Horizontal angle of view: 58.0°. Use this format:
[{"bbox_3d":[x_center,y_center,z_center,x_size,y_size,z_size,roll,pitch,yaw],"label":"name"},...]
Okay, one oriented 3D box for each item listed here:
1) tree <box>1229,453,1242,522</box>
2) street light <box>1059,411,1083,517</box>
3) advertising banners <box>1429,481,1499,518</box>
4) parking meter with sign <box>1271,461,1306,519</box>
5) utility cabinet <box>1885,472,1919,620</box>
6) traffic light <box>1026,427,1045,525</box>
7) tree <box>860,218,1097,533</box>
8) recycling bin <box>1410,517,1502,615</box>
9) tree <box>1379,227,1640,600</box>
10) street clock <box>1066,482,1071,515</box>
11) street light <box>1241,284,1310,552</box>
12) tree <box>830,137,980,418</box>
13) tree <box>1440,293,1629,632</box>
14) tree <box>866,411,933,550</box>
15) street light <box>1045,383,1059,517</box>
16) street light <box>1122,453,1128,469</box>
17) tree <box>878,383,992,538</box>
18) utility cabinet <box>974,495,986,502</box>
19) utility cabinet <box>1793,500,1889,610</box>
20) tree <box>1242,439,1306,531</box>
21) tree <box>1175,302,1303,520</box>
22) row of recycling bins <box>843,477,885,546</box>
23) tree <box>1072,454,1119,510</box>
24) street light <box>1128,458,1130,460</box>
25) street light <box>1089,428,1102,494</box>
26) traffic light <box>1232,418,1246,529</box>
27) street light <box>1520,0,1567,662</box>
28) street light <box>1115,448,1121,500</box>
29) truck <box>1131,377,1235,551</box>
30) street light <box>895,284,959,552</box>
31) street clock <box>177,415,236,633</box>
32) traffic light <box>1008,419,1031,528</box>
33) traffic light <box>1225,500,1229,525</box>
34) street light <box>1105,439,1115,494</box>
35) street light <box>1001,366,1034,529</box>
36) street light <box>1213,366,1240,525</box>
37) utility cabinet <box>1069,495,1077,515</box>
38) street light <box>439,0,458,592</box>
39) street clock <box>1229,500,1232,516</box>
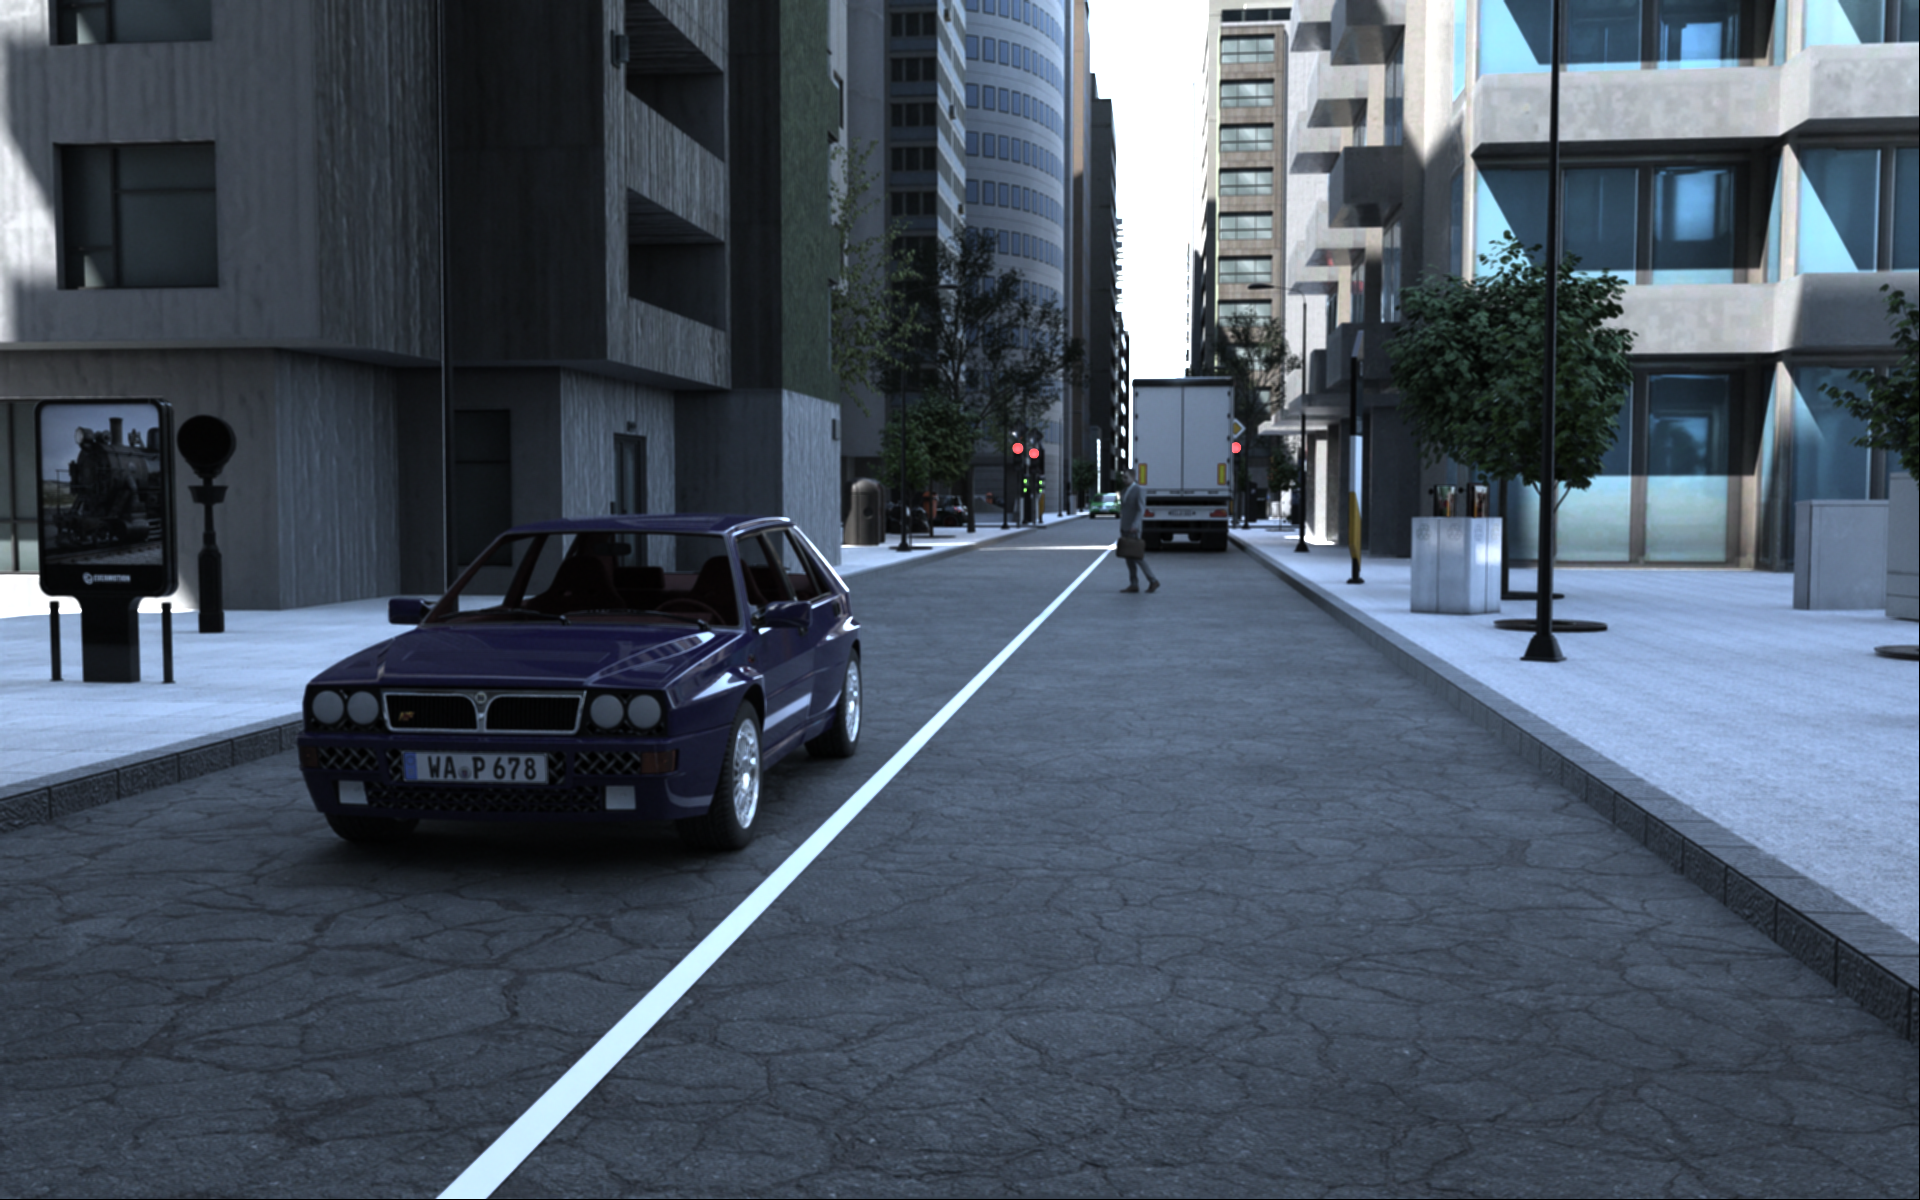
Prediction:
[{"bbox_3d":[13.027,-5.222,79.983,1.663,3.219,1.824,0,3,0],"label":"tree"},{"bbox_3d":[6.160,-7.613,97.018,1.470,5.913,1.316,0,4,7],"label":"street light"},{"bbox_3d":[7.435,-1.756,24.900,2.074,3.025,0.090,-3,4,-37],"label":"advertising banners"},{"bbox_3d":[17.225,-5.792,90.961,1.738,3.016,0.543,2,4,32],"label":"parking meter with sign"},{"bbox_3d":[9.768,-0.525,17.270,0.318,1.500,1.173,0,4,-6],"label":"utility cabinet"},{"bbox_3d":[3.145,-5.121,72.656,0.839,4.253,0.868,0,4,7],"label":"traffic light"},{"bbox_3d":[0.462,-7.546,57.788,8.767,10.594,7.601,1,4,10],"label":"tree"},{"bbox_3d":[5.377,-0.380,18.770,0.722,1.027,0.722,-3,5,-44],"label":"recycling bin"},{"bbox_3d":[6.864,-2.317,21.591,4.285,4.588,4.351,0,3,0],"label":"tree"},{"bbox_3d":[6.559,-6.132,104.833,0.358,2.002,0.471,0,4,6],"label":"street clock"},{"bbox_3d":[7.047,-4.023,38.309,1.470,5.913,1.316,0,4,7],"label":"street light"},{"bbox_3d":[-2.832,-5.152,34.591,4.737,8.622,4.395,0,3,0],"label":"tree"},{"bbox_3d":[5.709,-1.345,16.589,1.663,3.219,1.824,0,3,0],"label":"tree"},{"bbox_3d":[-1.108,-2.803,40.437,1.663,3.219,1.824,0,3,0],"label":"tree"},{"bbox_3d":[3.261,-6.116,72.533,1.470,5.913,1.316,0,4,7],"label":"street light"},{"bbox_3d":[18.115,-13.773,197.735,1.470,5.913,1.316,0,4,7],"label":"street light"},{"bbox_3d":[-0.762,-4.132,51.267,4.285,4.588,4.351,0,3,0],"label":"tree"},{"bbox_3d":[1.164,-5.918,107.925,1.020,1.237,0.306,-1,4,-11],"label":"utility cabinet"},{"bbox_3d":[9.843,-0.498,19.302,1.020,1.237,0.306,0,4,-8],"label":"utility cabinet"},{"bbox_3d":[11.125,-4.016,60.270,1.663,3.219,1.824,0,3,0],"label":"tree"},{"bbox_3d":[13.758,-9.226,85.261,8.767,10.594,7.601,0,4,7],"label":"tree"},{"bbox_3d":[-2.476,-2.282,44.423,1.069,1.692,3.534,0,4,1],"label":"row of recycling bins"},{"bbox_3d":[9.927,-9.668,141.778,4.285,4.588,4.351,0,3,0],"label":"tree"},{"bbox_3d":[21.969,-15.819,231.180,1.470,5.913,1.316,0,4,7],"label":"street light"},{"bbox_3d":[9.101,-9.141,121.999,1.470,5.913,1.316,0,4,7],"label":"street light"},{"bbox_3d":[10.113,-4.580,63.808,0.839,4.253,0.868,0,4,7],"label":"traffic light"},{"bbox_3d":[3.976,-2.492,13.285,1.470,5.913,1.316,0,4,7],"label":"street light"},{"bbox_3d":[15.151,-12.261,173.008,1.470,5.913,1.316,0,4,7],"label":"street light"},{"bbox_3d":[6.015,-3.562,47.160,2.839,4.237,11.283,0,4,7],"label":"truck"},{"bbox_3d":[-0.718,-4.030,38.437,1.470,5.913,1.316,0,4,7],"label":"street light"},{"bbox_3d":[-6.943,-0.700,16.010,0.471,2.002,0.358,-1,4,-12],"label":"street clock"},{"bbox_3d":[2.205,-4.636,64.727,0.839,4.253,0.868,0,4,7],"label":"traffic light"},{"bbox_3d":[11.053,-5.065,71.738,0.839,4.253,0.868,0,4,7],"label":"traffic light"},{"bbox_3d":[12.347,-10.765,148.551,1.470,5.913,1.316,0,4,7],"label":"street light"},{"bbox_3d":[2.191,-5.533,63.002,1.470,5.913,1.316,0,4,7],"label":"street light"},{"bbox_3d":[9.895,-5.534,63.021,1.470,5.913,1.316,0,4,7],"label":"street light"},{"bbox_3d":[6.995,-5.878,107.270,0.306,1.237,1.020,1,4,15],"label":"utility cabinet"},{"bbox_3d":[-3.711,-2.551,14.253,1.470,5.913,1.316,0,4,7],"label":"street light"},{"bbox_3d":[15.565,-5.838,100.022,0.471,2.002,0.358,2,4,35],"label":"street clock"}]
